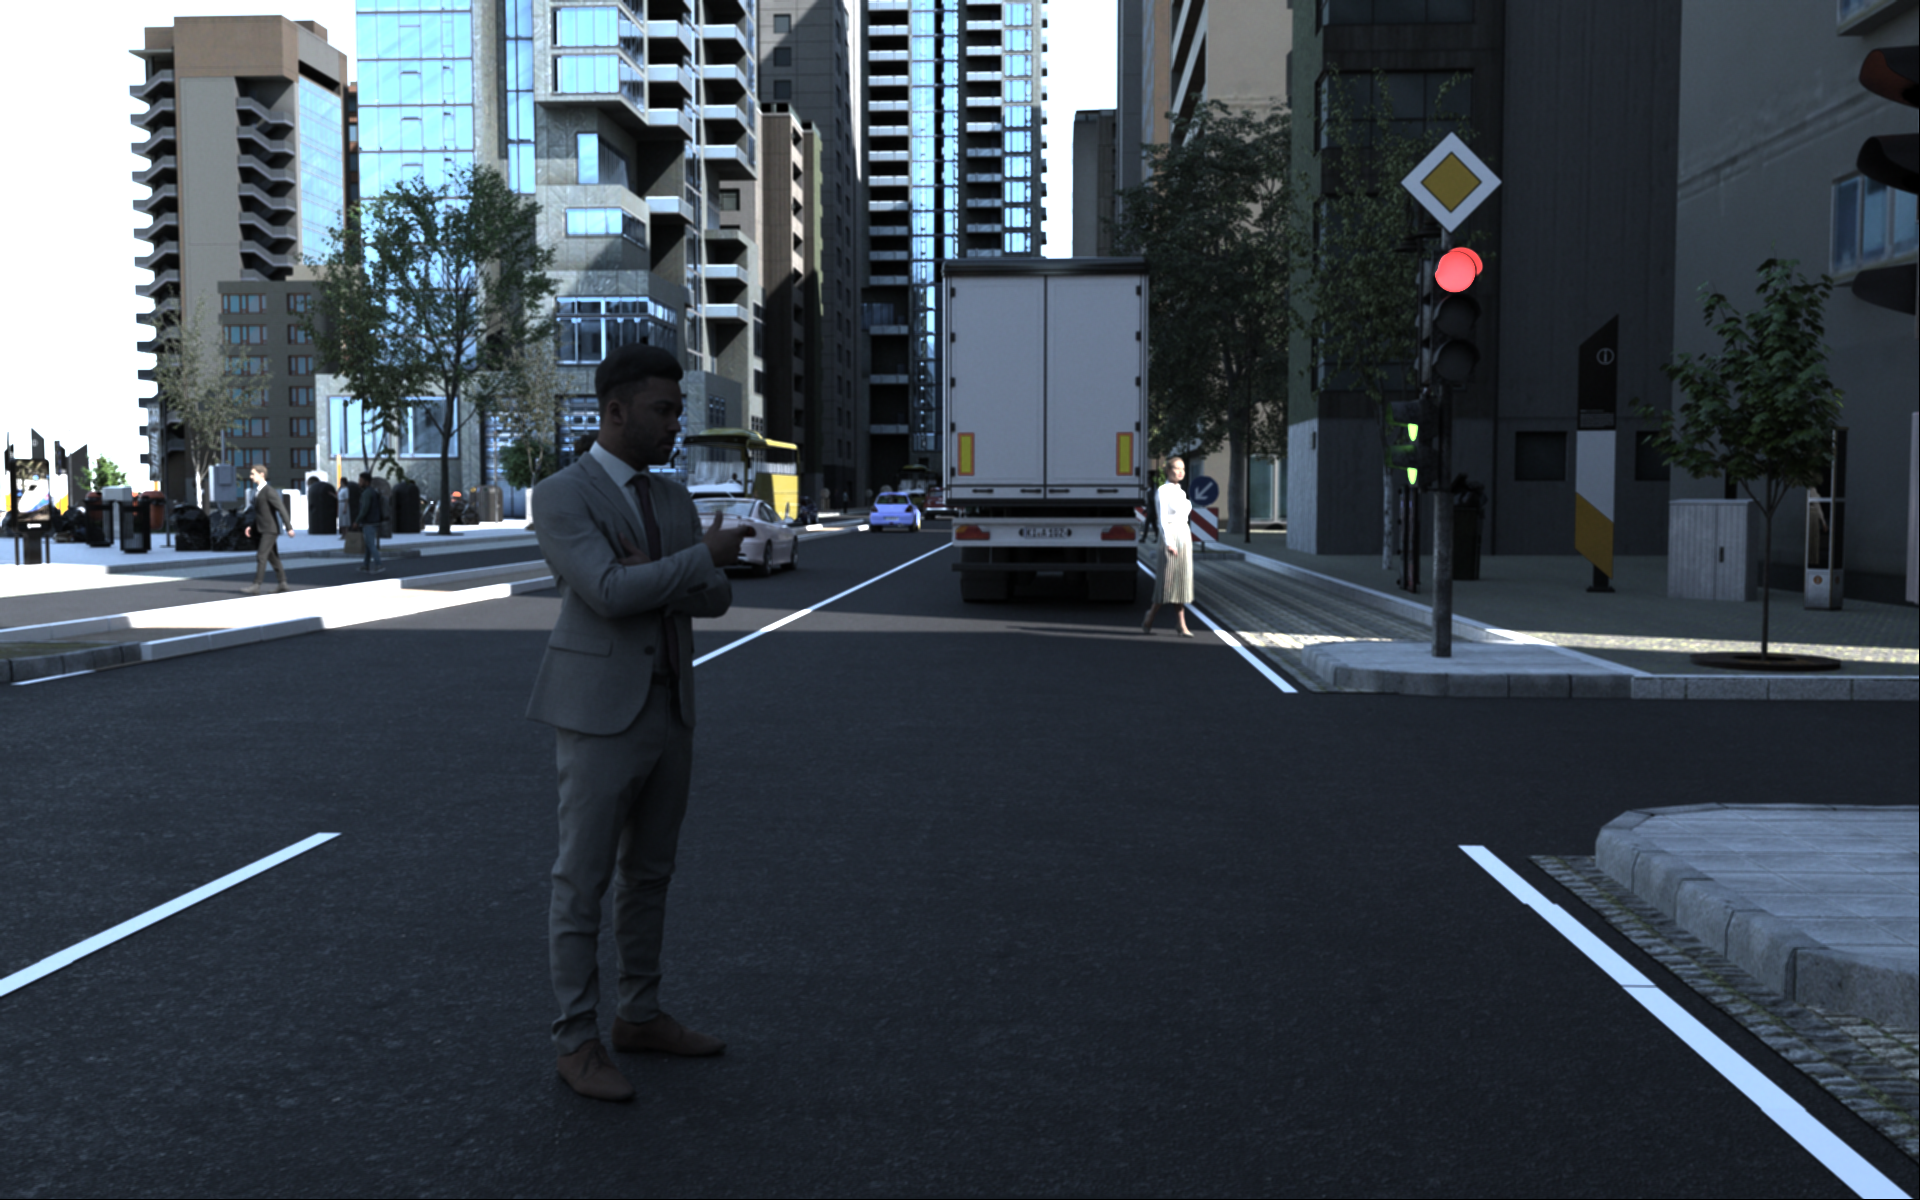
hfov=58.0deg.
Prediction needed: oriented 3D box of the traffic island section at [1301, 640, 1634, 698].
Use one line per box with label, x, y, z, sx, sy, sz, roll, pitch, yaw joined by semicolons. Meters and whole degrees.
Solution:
traffic island section;3.823;0.526;13.675;2.009;0.180;2.903;0;4;3

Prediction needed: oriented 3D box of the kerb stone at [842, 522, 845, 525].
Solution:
kerb stone;-5.485;-3.469;78.908;0.120;0.150;1.000;0;4;3

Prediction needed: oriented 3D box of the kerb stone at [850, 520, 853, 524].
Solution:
kerb stone;-5.315;-3.652;81.975;0.120;0.150;1.000;0;4;3

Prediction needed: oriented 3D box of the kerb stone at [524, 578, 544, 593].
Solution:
kerb stone;-6.378;-0.203;25.554;0.120;0.150;1.000;0;4;3

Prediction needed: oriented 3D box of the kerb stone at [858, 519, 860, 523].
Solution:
kerb stone;-5.142;-3.844;85.042;0.120;0.150;1.000;0;4;3

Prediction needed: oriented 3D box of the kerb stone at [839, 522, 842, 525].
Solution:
kerb stone;-5.545;-3.399;77.888;0.120;0.150;1.000;0;4;3

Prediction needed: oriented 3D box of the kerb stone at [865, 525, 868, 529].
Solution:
kerb stone;-3.910;-2.894;69.590;0.120;0.150;1.000;0;4;3

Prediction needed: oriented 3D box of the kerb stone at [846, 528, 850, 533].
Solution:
kerb stone;-4.247;-2.520;63.447;0.120;0.150;1.000;0;4;3

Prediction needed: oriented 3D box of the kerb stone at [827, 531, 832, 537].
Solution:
kerb stone;-4.534;-2.207;58.341;0.120;0.150;1.000;0;4;3

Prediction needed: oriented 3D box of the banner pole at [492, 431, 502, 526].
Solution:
banner pole;-18.467;-4.820;68.827;0.401;3.779;0.863;-1;4;-9

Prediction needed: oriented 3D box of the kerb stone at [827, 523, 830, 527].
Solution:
kerb stone;-5.775;-3.156;73.802;0.120;0.150;1.000;0;4;3

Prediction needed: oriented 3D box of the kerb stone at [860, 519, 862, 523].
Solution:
kerb stone;-5.086;-3.904;86.063;0.120;0.150;1.000;0;4;3

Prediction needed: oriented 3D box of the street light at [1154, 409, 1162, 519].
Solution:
street light;9.972;-7.011;87.415;0.468;5.910;1.993;0;4;3

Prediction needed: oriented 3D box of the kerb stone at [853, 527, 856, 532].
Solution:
kerb stone;-4.138;-2.646;65.500;0.120;0.150;1.000;0;4;3

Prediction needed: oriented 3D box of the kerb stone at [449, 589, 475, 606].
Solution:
kerb stone;-6.554;-0.016;22.486;0.120;0.150;1.000;0;4;3

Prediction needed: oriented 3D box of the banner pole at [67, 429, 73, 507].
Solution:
banner pole;-34.333;-4.701;66.872;0.401;3.779;0.863;-2;4;-25

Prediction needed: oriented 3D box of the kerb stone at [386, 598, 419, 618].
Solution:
kerb stone;-6.657;0.107;20.440;0.120;0.150;1.000;0;4;3

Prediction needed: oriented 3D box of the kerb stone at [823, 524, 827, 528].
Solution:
kerb stone;-5.825;-3.094;72.781;0.120;0.150;1.000;0;4;3

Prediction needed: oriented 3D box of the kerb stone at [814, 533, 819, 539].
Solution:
kerb stone;-4.710;-2.019;55.259;0.120;0.150;1.000;0;4;3

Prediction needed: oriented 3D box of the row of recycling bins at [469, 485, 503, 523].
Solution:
row of recycling bins;-21.649;-4.412;79.247;1.069;1.692;3.534;-2;4;-28

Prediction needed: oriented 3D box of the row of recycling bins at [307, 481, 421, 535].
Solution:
row of recycling bins;-19.203;-2.986;55.938;3.534;1.692;1.069;-3;4;-37

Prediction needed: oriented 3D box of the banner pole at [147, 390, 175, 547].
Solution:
banner pole;-19.405;-3.179;41.997;0.863;3.779;0.401;2;4;26

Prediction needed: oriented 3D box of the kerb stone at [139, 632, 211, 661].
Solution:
kerb stone;-6.954;0.420;15.331;0.120;0.150;1.000;0;4;3

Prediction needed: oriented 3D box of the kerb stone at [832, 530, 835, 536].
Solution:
kerb stone;-4.483;-2.273;59.365;0.120;0.150;1.000;0;4;3

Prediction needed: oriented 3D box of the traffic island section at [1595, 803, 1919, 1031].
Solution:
traffic island section;3.376;1.014;5.703;2.009;0.180;2.903;0;4;3

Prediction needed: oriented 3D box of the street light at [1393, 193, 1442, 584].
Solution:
street light;6.481;-3.164;24.521;0.468;5.910;1.993;0;4;3

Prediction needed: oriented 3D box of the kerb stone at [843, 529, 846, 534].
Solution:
kerb stone;-4.308;-2.460;62.427;0.120;0.150;1.000;0;4;3

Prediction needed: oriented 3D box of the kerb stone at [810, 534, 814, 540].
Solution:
kerb stone;-4.772;-1.960;54.237;0.120;0.150;1.000;0;4;3

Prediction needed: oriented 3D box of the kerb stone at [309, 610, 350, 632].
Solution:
kerb stone;-6.775;0.232;18.397;0.120;0.150;1.000;0;4;3

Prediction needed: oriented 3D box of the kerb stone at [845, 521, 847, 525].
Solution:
kerb stone;-5.430;-3.525;79.929;0.120;0.150;1.000;0;4;3

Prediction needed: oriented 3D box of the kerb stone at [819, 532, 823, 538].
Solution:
kerb stone;-4.653;-2.085;56.293;0.120;0.150;1.000;0;4;3

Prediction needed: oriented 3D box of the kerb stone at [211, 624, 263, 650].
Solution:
kerb stone;-6.890;0.357;16.351;0.120;0.150;1.000;0;4;3

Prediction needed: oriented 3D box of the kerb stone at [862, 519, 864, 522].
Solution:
kerb stone;-5.029;-3.969;87.083;0.120;0.150;1.000;0;4;3

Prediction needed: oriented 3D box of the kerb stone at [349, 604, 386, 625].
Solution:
kerb stone;-6.717;0.170;19.419;0.120;0.150;1.000;0;4;3

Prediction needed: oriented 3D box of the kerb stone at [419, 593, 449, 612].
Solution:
kerb stone;-6.605;0.045;21.461;0.120;0.150;1.000;0;4;3

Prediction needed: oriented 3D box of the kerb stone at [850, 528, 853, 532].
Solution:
kerb stone;-4.198;-2.586;64.479;0.120;0.150;1.000;0;4;3

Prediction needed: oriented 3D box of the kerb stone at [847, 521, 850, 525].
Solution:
kerb stone;-5.371;-3.590;80.952;0.120;0.150;1.000;0;4;3

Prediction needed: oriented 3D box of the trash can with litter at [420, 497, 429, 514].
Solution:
trash can with litter;-23.716;-4.000;76.786;0.624;1.170;1.055;2;4;33

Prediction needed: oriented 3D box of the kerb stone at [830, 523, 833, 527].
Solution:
kerb stone;-5.713;-3.219;74.822;0.120;0.150;1.000;0;4;3

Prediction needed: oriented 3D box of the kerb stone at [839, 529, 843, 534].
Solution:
kerb stone;-4.366;-2.398;61.406;0.120;0.150;1.000;0;4;3

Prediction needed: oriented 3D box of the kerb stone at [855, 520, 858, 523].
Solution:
kerb stone;-5.197;-3.781;84.020;0.120;0.150;1.000;0;4;3

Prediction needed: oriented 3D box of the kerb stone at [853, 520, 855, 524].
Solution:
kerb stone;-5.257;-3.719;82.996;0.120;0.150;1.000;0;4;3

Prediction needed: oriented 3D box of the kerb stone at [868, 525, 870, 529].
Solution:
kerb stone;-3.855;-2.961;70.611;0.120;0.150;1.000;0;4;3

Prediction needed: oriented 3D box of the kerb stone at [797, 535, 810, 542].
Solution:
kerb stone;-4.825;-1.897;53.216;0.120;0.150;1.000;0;4;3

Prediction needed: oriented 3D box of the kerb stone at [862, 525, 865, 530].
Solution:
kerb stone;-3.964;-2.835;68.569;0.120;0.150;1.000;0;4;3

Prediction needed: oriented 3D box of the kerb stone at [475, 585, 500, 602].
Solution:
kerb stone;-6.495;-0.080;23.509;0.120;0.150;1.000;0;4;3

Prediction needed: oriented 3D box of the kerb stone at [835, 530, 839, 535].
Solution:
kerb stone;-4.423;-2.330;60.386;0.120;0.150;1.000;0;4;3

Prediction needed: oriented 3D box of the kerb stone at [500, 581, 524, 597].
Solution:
kerb stone;-6.429;-0.143;24.532;0.120;0.150;1.000;0;4;3

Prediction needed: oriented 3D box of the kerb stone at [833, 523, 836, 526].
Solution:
kerb stone;-5.661;-3.277;75.846;0.120;0.150;1.000;0;4;3

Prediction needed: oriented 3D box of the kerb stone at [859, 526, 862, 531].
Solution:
kerb stone;-4.027;-2.769;67.549;0.120;0.150;1.000;0;4;3

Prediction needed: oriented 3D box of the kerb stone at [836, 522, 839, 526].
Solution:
kerb stone;-5.603;-3.343;76.867;0.120;0.150;1.000;0;4;3

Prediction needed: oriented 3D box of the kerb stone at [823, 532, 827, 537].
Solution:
kerb stone;-4.601;-2.143;57.316;0.120;0.150;1.000;0;4;3

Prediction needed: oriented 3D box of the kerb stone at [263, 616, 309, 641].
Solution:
kerb stone;-6.826;0.295;17.371;0.120;0.150;1.000;0;4;3

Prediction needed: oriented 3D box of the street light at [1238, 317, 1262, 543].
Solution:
street light;7.575;-4.445;45.458;0.468;5.910;1.993;0;4;3

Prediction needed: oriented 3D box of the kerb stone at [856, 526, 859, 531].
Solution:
kerb stone;-4.077;-2.708;66.520;0.120;0.150;1.000;0;4;3

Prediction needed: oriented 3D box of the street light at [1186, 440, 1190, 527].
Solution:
street light;8.769;-5.731;66.484;0.468;5.910;1.993;0;4;3

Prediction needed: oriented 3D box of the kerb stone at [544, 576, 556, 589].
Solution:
kerb stone;-6.320;-0.268;26.577;0.120;0.150;1.000;0;4;3
